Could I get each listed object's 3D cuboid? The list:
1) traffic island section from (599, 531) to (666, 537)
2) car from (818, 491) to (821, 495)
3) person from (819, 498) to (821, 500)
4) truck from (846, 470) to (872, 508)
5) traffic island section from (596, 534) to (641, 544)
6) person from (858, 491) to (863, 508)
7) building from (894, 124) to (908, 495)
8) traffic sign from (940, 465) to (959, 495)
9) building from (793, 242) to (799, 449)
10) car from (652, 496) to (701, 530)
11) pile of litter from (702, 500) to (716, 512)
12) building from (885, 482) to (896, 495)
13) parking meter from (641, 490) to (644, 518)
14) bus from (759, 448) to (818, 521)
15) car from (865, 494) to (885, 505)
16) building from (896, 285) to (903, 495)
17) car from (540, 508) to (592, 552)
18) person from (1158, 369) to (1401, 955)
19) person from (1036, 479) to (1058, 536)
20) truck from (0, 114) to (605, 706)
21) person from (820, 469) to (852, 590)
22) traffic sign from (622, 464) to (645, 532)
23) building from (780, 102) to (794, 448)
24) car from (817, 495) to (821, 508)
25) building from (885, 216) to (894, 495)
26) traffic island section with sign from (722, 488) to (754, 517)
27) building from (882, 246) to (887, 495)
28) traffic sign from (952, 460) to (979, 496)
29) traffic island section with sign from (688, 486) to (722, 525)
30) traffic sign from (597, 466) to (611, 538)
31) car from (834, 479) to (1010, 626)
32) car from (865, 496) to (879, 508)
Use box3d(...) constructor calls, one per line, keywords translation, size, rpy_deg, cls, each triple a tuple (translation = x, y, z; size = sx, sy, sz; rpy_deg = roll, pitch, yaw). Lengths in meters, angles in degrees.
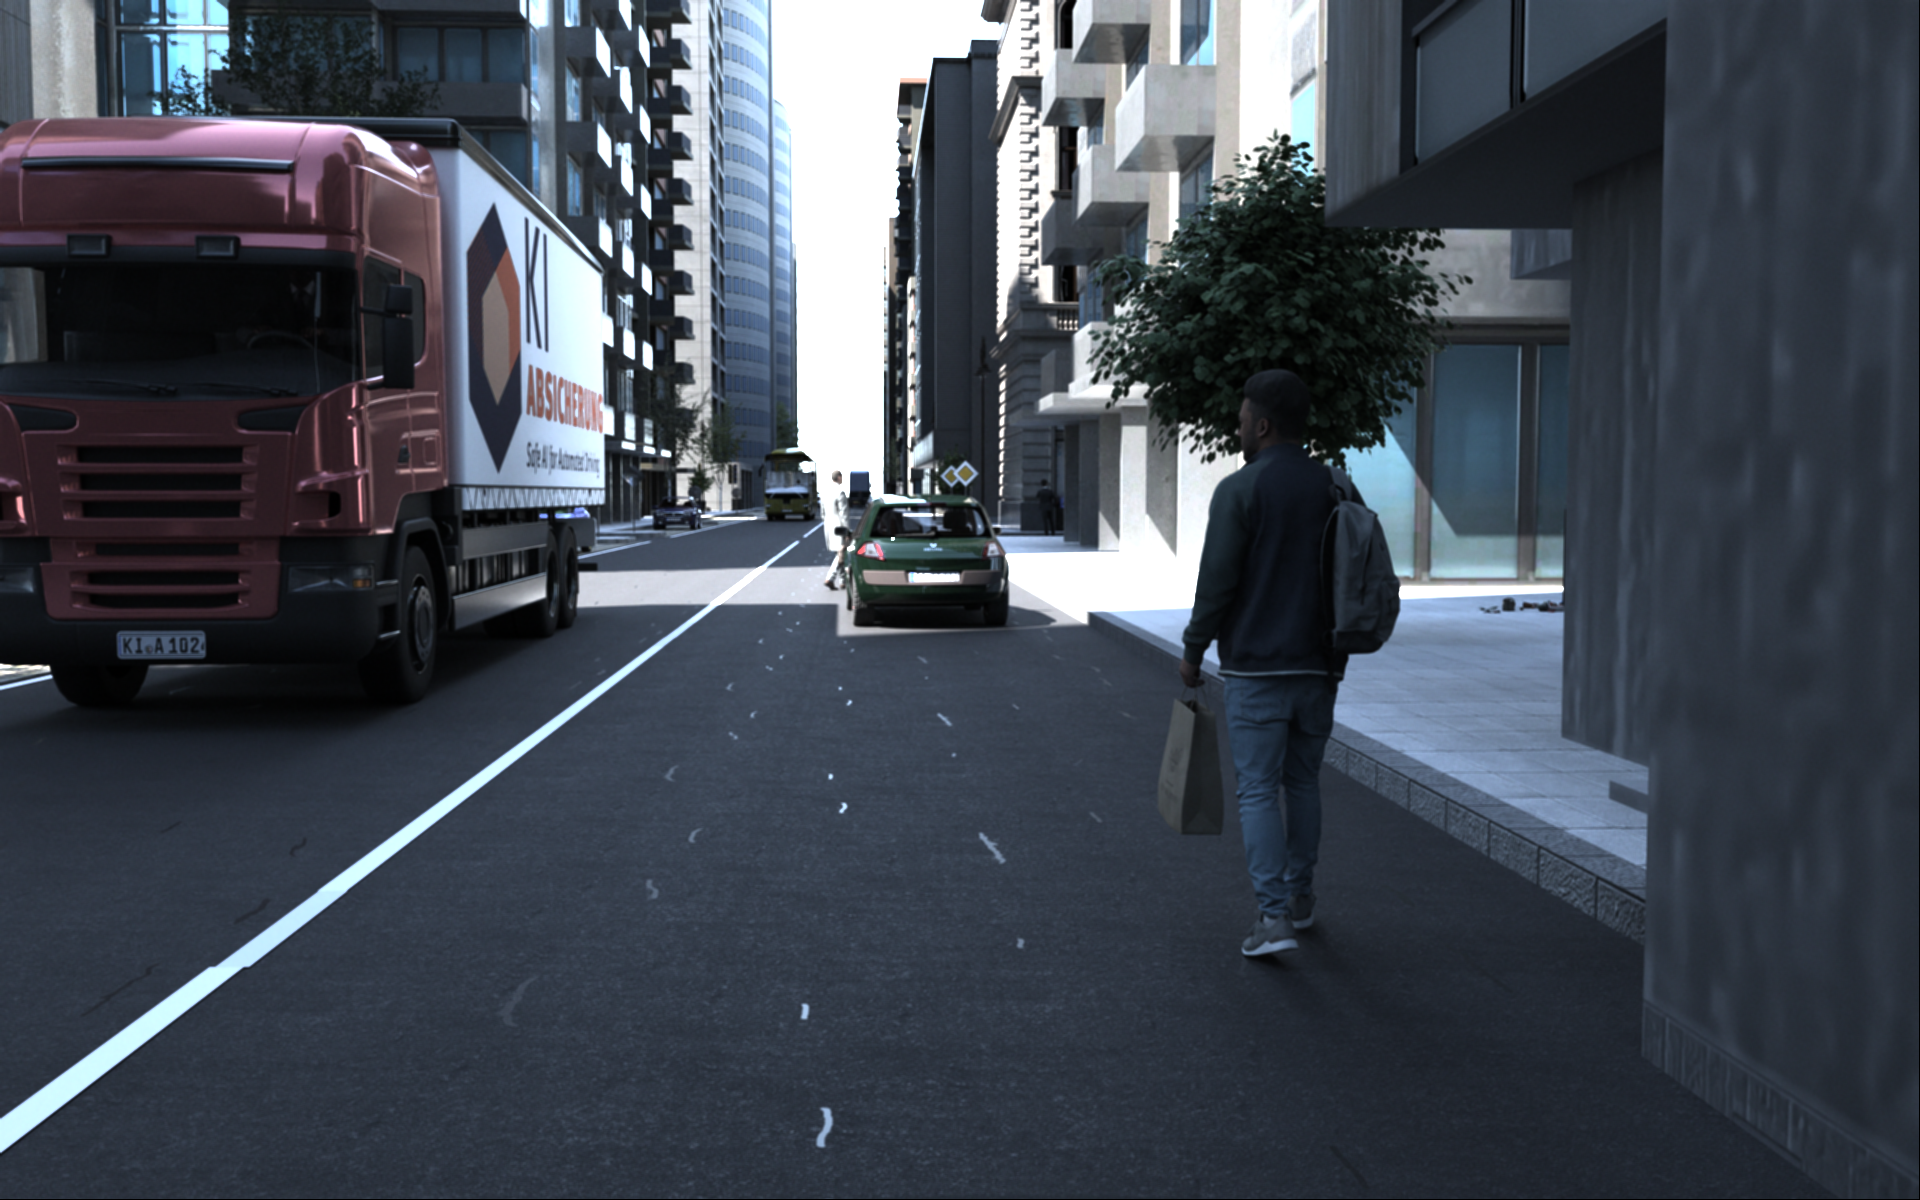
box3d(translation=(-11.042, -2.219, 58.569), size=(2.009, 0.180, 2.903), rpy_deg=(0, 4, -3), cls="traffic island section")
box3d(translation=(-16.295, -12.118, 206.794), size=(2.281, 1.827, 5.304), rpy_deg=(0, 4, -4), cls="car")
box3d(translation=(-11.343, -8.454, 146.817), size=(1.348, 1.812, 0.705), rpy_deg=(2, 4, 25), cls="person")
box3d(translation=(-10.700, -12.101, 187.609), size=(2.967, 4.110, 18.799), rpy_deg=(0, 4, -5), cls="truck")
box3d(translation=(-10.589, -1.732, 50.597), size=(2.009, 0.180, 2.903), rpy_deg=(0, 4, -3), cls="traffic island section")
box3d(translation=(-9.930, -10.057, 173.454), size=(0.617, 1.759, 0.750), rpy_deg=(-1, 4, -20), cls="person")
box3d(translation=(0.051, -33.814, 202.972), size=(14.600, 45.320, 14.200), rpy_deg=(0, 4, -3), cls="building")
box3d(translation=(-0.291, -3.392, 59.097), size=(0.795, 2.450, 0.064), rpy_deg=(0, 4, -3), cls="traffic sign")
box3d(translation=(-32.732, -36.037, 272.802), size=(14.154, 41.232, 14.086), rpy_deg=(0, 4, -3), cls="building")
box3d(translation=(-11.472, -3.533, 70.337), size=(1.945, 1.354, 3.894), rpy_deg=(0, 4, -4), cls="car")
box3d(translation=(-18.749, -6.910, 126.948), size=(1.719, 0.858, 1.176), rpy_deg=(0, 4, -4), cls="pile of litter")
box3d(translation=(5.252, -34.282, 252.395), size=(32.217, 40.220, 23.993), rpy_deg=(0, 4, -3), cls="building")
box3d(translation=(-17.103, -5.148, 92.575), size=(0.372, 1.533, 0.369), rpy_deg=(0, 3, 0), cls="parking meter")
box3d(translation=(-9.418, -6.450, 97.006), size=(2.896, 3.916, 12.252), rpy_deg=(0, 4, -3), cls="bus")
box3d(translation=(-5.795, -6.819, 123.500), size=(2.014, 1.417, 4.499), rpy_deg=(0, 4, -3), cls="car")
box3d(translation=(-1.587, -28.204, 232.842), size=(14.160, 30.474, 14.107), rpy_deg=(0, 4, -3), cls="building")
box3d(translation=(-9.845, -1.936, 41.247), size=(1.945, 1.707, 3.694), rpy_deg=(0, 4, -3), cls="car")
box3d(translation=(0.962, 0.184, 5.482), size=(0.794, 1.824, 0.713), rpy_deg=(0, 4, -2), cls="person")
box3d(translation=(2.720, -2.857, 54.575), size=(0.648, 1.900, 0.474), rpy_deg=(-1, 4, -18), cls="person")
box3d(translation=(-5.103, -1.607, 15.183), size=(2.839, 4.237, 11.283), rpy_deg=(0, 4, -4), cls="truck")
box3d(translation=(-1.797, -1.064, 26.002), size=(0.767, 1.812, 0.694), rpy_deg=(-3, 5, -40), cls="person")
box3d(translation=(-11.019, -3.356, 58.509), size=(0.795, 2.450, 0.064), rpy_deg=(0, 4, -3), cls="traffic sign")
box3d(translation=(-35.179, -43.363, 250.976), size=(21.231, 58.520, 28.212), rpy_deg=(0, 4, -3), cls="building")
box3d(translation=(-12.761, -8.570, 152.694), size=(1.945, 1.354, 3.894), rpy_deg=(0, 4, -4), cls="car")
box3d(translation=(-4.392, -37.977, 271.034), size=(14.600, 45.320, 14.200), rpy_deg=(0, 4, -3), cls="building")
box3d(translation=(-13.868, -6.079, 108.025), size=(1.989, 1.847, 2.006), rpy_deg=(0, 4, -3), cls="traffic island section with sign")
box3d(translation=(-5.828, -36.861, 286.275), size=(14.154, 41.232, 14.086), rpy_deg=(0, 4, -3), cls="building")
box3d(translation=(0.163, -2.904, 51.125), size=(0.795, 2.450, 0.064), rpy_deg=(0, 4, -3), cls="traffic sign")
box3d(translation=(-12.293, -4.402, 80.594), size=(1.989, 1.847, 2.006), rpy_deg=(0, 4, -3), cls="traffic island section with sign")
box3d(translation=(-10.566, -2.868, 50.537), size=(0.795, 2.450, 0.064), rpy_deg=(0, 4, -3), cls="traffic sign")
box3d(translation=(-0.455, -0.640, 20.252), size=(2.009, 1.686, 4.222), rpy_deg=(0, 4, -5), cls="car")
box3d(translation=(-5.164, -6.078, 111.958), size=(1.945, 1.354, 3.894), rpy_deg=(0, 4, -1), cls="car")
